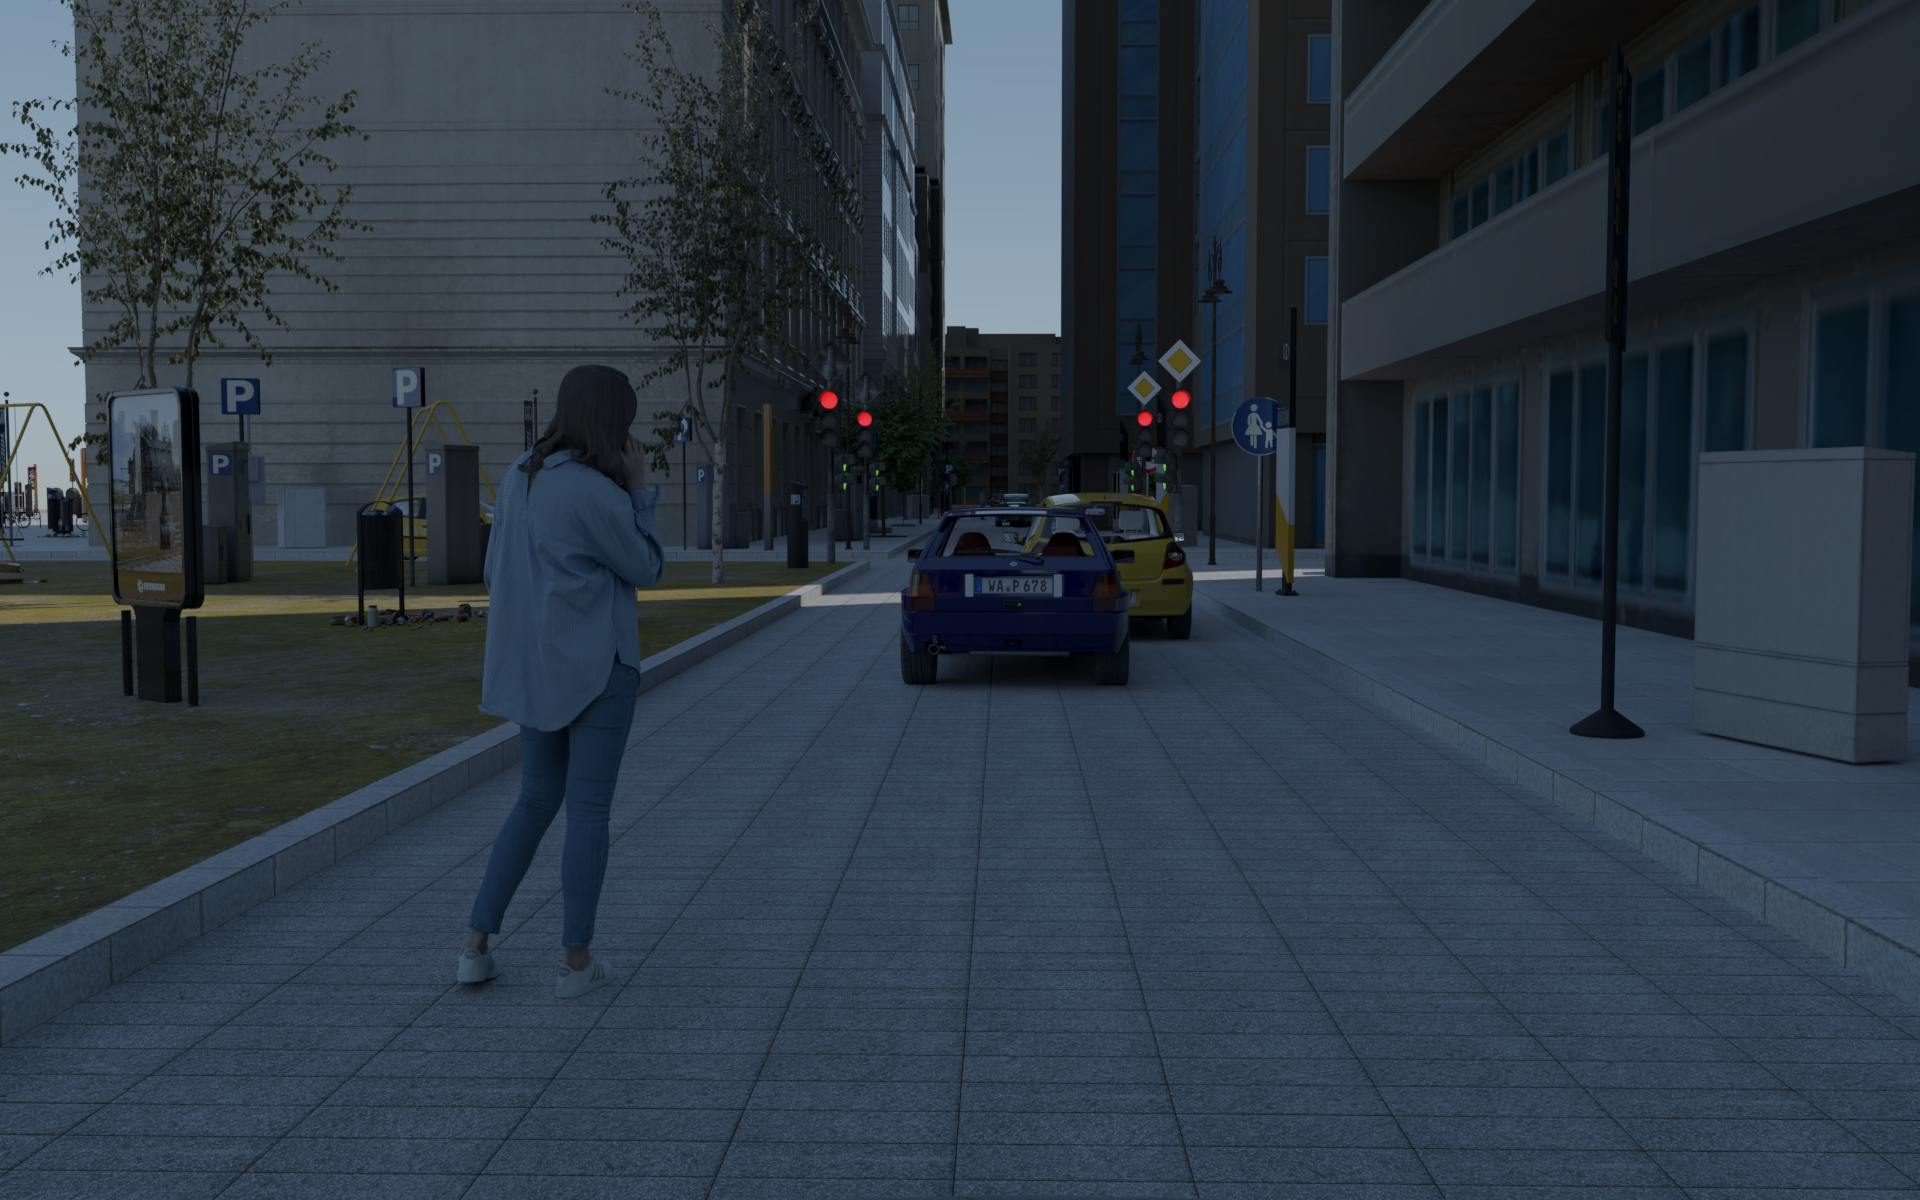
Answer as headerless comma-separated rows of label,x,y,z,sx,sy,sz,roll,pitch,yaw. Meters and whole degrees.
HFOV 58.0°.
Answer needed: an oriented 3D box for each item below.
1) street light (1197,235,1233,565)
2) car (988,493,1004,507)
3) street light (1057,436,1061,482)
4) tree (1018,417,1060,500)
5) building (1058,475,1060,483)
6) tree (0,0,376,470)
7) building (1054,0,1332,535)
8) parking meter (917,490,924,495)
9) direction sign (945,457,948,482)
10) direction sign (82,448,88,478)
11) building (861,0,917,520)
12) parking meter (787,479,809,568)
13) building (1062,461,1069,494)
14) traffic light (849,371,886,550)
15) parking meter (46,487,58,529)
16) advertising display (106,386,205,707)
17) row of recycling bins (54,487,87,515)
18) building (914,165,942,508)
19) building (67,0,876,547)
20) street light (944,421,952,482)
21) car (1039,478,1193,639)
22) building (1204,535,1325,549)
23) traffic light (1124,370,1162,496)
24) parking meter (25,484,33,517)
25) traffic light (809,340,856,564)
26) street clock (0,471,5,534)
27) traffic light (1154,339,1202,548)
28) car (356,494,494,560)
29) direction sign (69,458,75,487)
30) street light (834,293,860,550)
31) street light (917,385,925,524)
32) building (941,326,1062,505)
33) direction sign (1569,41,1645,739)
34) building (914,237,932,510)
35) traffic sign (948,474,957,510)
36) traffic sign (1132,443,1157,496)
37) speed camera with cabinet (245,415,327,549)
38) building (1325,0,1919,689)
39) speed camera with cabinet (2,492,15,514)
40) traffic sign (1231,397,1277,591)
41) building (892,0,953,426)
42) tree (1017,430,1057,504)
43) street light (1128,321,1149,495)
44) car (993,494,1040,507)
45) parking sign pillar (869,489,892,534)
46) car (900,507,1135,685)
street light,4.564,-3.571,31.170,0.468,5.910,1.993,0,4,2
car,3.442,-8.428,146.836,2.155,1.783,4.494,0,3,0
street light,6.585,-8.614,113.628,0.468,5.910,1.993,0,4,2
tree,7.746,-13.167,165.639,4.737,8.622,4.395,0,3,0
building,20.716,-45.172,176.817,20.563,71.187,20.611,0,4,2
tree,-9.147,-4.280,20.338,4.360,8.622,3.978,0,3,0
building,10.984,-25.396,65.329,14.600,45.320,14.200,0,4,2
parking meter,-2.194,-5.360,96.042,0.372,1.533,0.369,0,3,0
direction sign,-0.834,-6.934,105.372,0.379,3.537,0.876,-1,4,-9
direction sign,-42.604,-5.693,85.075,0.876,3.537,0.379,-1,4,-14
building,-8.784,-19.708,99.721,11.434,29.767,29.804,0,4,2
parking meter,-2.814,-1.322,30.024,0.372,1.533,0.369,0,3,0
building,17.530,-47.975,97.059,22.319,86.520,31.000,0,4,2
traffic light,-2.133,-3.105,39.684,0.839,4.253,0.868,0,4,2
parking meter,-33.301,-3.374,63.572,0.372,1.533,0.369,0,3,0
advertising display,-4.974,-0.336,10.709,0.974,1.923,0.123,3,5,40
row of recycling bins,-54.409,-6.124,107.247,3.534,1.692,1.069,-1,4,-19
building,-8.885,-23.260,152.004,14.160,30.474,14.107,0,4,2
building,-13.007,-17.523,62.917,17.030,29.872,44.131,0,4,2
street light,-0.772,-8.241,107.536,0.468,5.910,1.993,0,4,2
car,1.463,-0.508,18.535,2.015,1.641,3.980,0,4,1
building,14.092,-24.183,45.506,14.200,45.320,14.600,0,4,2
traffic light,4.177,-3.096,39.533,0.839,4.253,0.868,0,4,2
parking meter,-52.402,-5.611,97.456,0.399,1.863,0.255,3,4,37
traffic light,-2.345,-2.617,31.701,0.839,4.253,0.868,0,4,2
street clock,-30.662,-3.100,55.258,0.471,2.002,0.358,3,4,38
traffic light,3.965,-2.607,31.550,0.839,4.253,0.868,0,4,2
car,-10.365,-1.565,35.814,3.980,1.641,2.015,0,4,3
direction sign,-56.539,-7.239,110.356,0.379,3.537,0.876,-1,4,-9
street light,-2.581,-4.107,39.939,0.468,5.910,1.993,0,4,2
street light,-1.686,-6.182,73.865,0.468,5.910,1.993,0,4,2
building,0.491,-22.552,213.758,28.899,21.520,27.650,0,4,2
direction sign,3.455,-1.049,9.145,0.379,3.537,0.876,2,4,25
building,-16.530,-17.439,130.170,27.650,21.520,28.899,0,4,2
traffic sign,-0.547,-6.729,110.128,0.768,2.556,0.104,0,4,3
traffic sign,4.660,-2.621,42.964,0.768,2.556,0.104,0,4,7
speed camera with cabinet,-15.944,-2.822,40.477,2.038,3.252,0.660,-3,4,-37
building,16.110,-23.935,15.040,21.300,48.544,21.600,0,4,2
speed camera with cabinet,-62.174,-7.214,112.286,2.038,3.252,0.660,-2,4,-29
traffic sign,3.947,-1.387,22.783,0.768,2.556,0.104,0,4,7
building,-14.894,-35.776,174.180,27.495,52.752,28.713,0,4,2
tree,8.744,-14.800,192.336,4.360,8.622,3.978,0,3,0
street light,4.765,-4.499,46.350,0.468,5.910,1.993,0,4,2
car,2.515,-4.006,77.303,2.131,1.459,4.920,0,4,3
parking sign pillar,-2.951,-4.183,56.863,1.447,3.967,1.447,0,4,-6
car,0.492,-0.108,14.348,1.945,1.354,3.894,0,4,3
